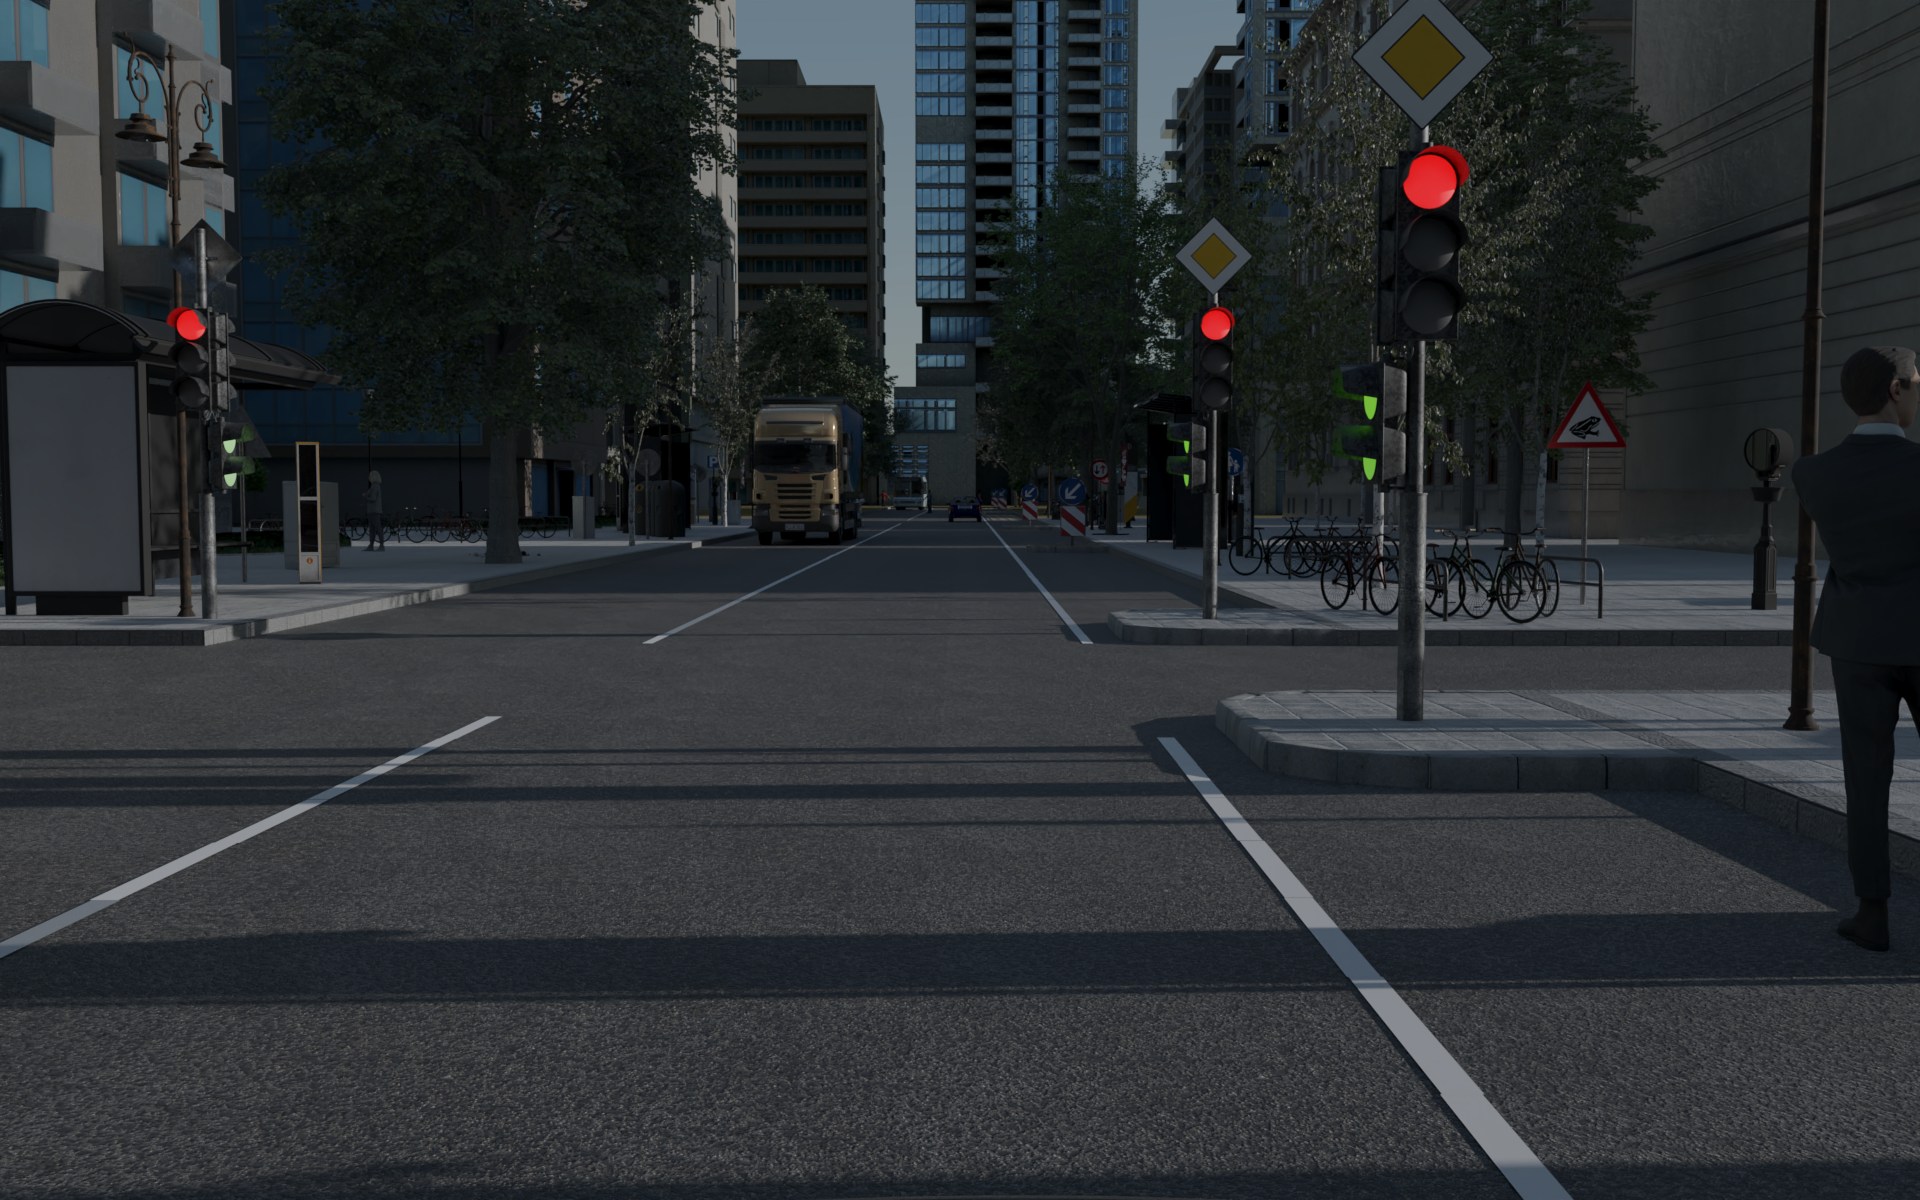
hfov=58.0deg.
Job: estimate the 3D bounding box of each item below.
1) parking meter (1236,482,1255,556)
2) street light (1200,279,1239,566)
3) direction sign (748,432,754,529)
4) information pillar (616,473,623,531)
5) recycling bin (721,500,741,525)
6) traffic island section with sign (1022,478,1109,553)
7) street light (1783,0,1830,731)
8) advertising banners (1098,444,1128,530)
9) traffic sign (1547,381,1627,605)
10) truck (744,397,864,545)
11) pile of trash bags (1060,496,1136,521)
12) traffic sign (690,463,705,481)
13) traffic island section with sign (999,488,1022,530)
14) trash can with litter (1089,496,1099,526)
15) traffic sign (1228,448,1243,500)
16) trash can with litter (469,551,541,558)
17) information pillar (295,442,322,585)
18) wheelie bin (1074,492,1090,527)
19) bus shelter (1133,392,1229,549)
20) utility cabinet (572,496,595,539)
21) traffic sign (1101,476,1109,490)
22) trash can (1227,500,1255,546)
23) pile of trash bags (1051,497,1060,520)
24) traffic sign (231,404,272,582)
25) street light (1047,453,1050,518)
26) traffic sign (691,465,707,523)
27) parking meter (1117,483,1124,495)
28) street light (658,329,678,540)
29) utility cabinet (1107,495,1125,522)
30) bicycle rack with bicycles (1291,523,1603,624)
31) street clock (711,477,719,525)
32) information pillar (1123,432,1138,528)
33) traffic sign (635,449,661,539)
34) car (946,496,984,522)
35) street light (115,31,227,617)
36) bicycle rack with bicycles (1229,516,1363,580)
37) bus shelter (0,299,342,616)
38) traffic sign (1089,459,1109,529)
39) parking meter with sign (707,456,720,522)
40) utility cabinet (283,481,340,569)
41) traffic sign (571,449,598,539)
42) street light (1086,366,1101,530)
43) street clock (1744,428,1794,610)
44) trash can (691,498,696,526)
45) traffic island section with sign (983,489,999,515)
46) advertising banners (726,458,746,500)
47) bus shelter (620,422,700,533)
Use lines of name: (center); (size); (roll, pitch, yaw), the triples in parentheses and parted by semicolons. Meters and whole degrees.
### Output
parking meter: (5.894, -1.675, 35.793); (0.372, 1.533, 0.369); (0, 3, 0)
street light: (4.598, -3.550, 30.824); (0.468, 5.910, 1.993); (0, 3, 0)
direction sign: (-7.680, -4.408, 64.062); (0.379, 3.537, 0.876); (0, 4, 6)
information pillar: (-11.786, -3.419, 60.396); (0.304, 2.012, 0.304); (-2, 4, -34)
recycling bin: (-9.625, -3.683, 72.776); (0.722, 1.027, 0.722); (0, 4, 3)
traffic island section with sign: (2.647, -2.106, 43.056); (1.989, 1.847, 2.006); (0, 3, 0)
street light: (4.594, -2.232, 9.283); (0.468, 5.910, 1.993); (0, 3, 0)
advertising banners: (5.440, -3.991, 61.446); (0.090, 3.025, 2.074); (-2, 4, -25)
traffic sign: (7.229, -1.225, 20.033); (0.884, 2.594, 0.081); (0, 4, 7)
truck: (-4.493, -3.877, 52.305); (2.839, 4.237, 11.283); (0, 4, 0)
pile of trash bags: (6.827, -4.492, 83.204); (1.912, 1.369, 3.447); (-3, 5, -42)
traffic sign: (-11.144, -4.475, 72.901); (0.795, 2.593, 0.064); (0, 4, 6)
traffic island section with sign: (2.689, -3.759, 70.091); (1.989, 1.847, 2.006); (0, 3, 0)
trash can with litter: (5.483, -3.655, 70.815); (1.678, 1.210, 2.233); (2, 4, 26)
traffic sign: (7.556, -2.940, 48.176); (0.768, 2.556, 0.104); (0, 4, 3)
trash can with litter: (-9.508, -1.505, 35.664); (1.678, 1.210, 2.233); (0, 4, -1)
information pillar: (-9.269, -1.233, 24.651); (0.304, 2.012, 0.304); (-1, 4, -20)
wheelie bin: (4.794, -3.698, 68.370); (0.693, 1.594, 0.980); (0, 4, 1)
bus shelter: (5.466, -3.174, 43.170); (1.731, 3.624, 6.357); (0, 4, 0)
utility cabinet: (-10.896, -2.387, 50.181); (0.306, 1.237, 1.020); (-2, 4, -33)
traffic sign: (7.735, -5.610, 91.826); (0.768, 2.556, 0.104); (0, 4, 4)
trash can: (6.902, -1.896, 42.660); (0.748, 1.137, 0.748); (0, 3, 0)
pile of trash bags: (5.542, -4.756, 87.517); (1.912, 1.369, 3.447); (0, 4, 7)
traffic sign: (-10.422, -1.539, 25.165); (0.884, 2.594, 0.081); (1, 4, 9)
street light: (4.736, -7.322, 92.506); (0.468, 5.910, 1.993); (0, 3, 0)
traffic sign: (-11.525, -4.653, 76.181); (0.768, 2.556, 0.104); (0, 4, 5)
parking meter: (8.314, -5.141, 89.759); (0.255, 1.863, 0.399); (-1, 4, -12)
street light: (-8.152, -4.640, 48.657); (0.468, 5.910, 1.993); (0, 3, 0)
utility cabinet: (7.246, -4.167, 79.295); (1.020, 1.237, 0.306); (3, 4, 39)
bicycle rack with bicycles: (5.445, -0.300, 18.287); (2.852, 0.926, 2.925); (-1, 4, -12)
street clock: (-10.153, -4.108, 71.738); (0.358, 2.002, 0.471); (-1, 4, -23)
information pillar: (6.385, -4.492, 64.807); (0.504, 3.616, 0.183); (0, 4, 2)
traffic sign: (-8.853, -2.993, 49.036); (0.768, 2.556, 0.104); (1, 4, 9)
car: (0.264, -4.719, 89.735); (1.945, 1.354, 3.894); (0, 4, 0)
street light: (-8.104, -2.763, 17.962); (0.468, 5.910, 1.993); (0, 3, 0)
bicycle rack with bicycles: (5.656, -0.833, 27.002); (2.925, 0.926, 2.852); (0, 4, 0)
bus shelter: (-9.372, -1.641, 20.754); (2.014, 3.302, 5.546); (0, 3, 0)
traffic sign: (5.091, -3.853, 63.104); (0.768, 2.556, 0.104); (0, 4, 1)
parking meter with sign: (-11.308, -5.090, 79.478); (0.543, 3.016, 1.738); (-1, 4, -9)
utility cabinet: (-11.145, -1.292, 29.809); (0.318, 1.500, 1.173); (1, 4, 13)
traffic sign: (-10.664, -3.001, 49.170); (0.768, 2.556, 0.104); (0, 4, 5)
street light: (4.705, -5.430, 61.573); (0.468, 5.910, 1.993); (0, 3, 0)
street clock: (8.925, -0.893, 19.167); (0.358, 2.002, 0.471); (-2, 4, -25)
trash can: (-10.798, -3.483, 68.608); (0.748, 1.137, 0.748); (0, 3, 0)
traffic island section with sign: (2.790, -6.786, 119.583); (1.989, 1.847, 2.006); (0, 3, 0)
advertising banners: (-11.040, -5.436, 85.071); (0.090, 3.025, 2.074); (-3, 4, -38)
bus shelter: (-10.227, -4.169, 59.452); (1.731, 3.624, 6.357); (0, 4, 0)
